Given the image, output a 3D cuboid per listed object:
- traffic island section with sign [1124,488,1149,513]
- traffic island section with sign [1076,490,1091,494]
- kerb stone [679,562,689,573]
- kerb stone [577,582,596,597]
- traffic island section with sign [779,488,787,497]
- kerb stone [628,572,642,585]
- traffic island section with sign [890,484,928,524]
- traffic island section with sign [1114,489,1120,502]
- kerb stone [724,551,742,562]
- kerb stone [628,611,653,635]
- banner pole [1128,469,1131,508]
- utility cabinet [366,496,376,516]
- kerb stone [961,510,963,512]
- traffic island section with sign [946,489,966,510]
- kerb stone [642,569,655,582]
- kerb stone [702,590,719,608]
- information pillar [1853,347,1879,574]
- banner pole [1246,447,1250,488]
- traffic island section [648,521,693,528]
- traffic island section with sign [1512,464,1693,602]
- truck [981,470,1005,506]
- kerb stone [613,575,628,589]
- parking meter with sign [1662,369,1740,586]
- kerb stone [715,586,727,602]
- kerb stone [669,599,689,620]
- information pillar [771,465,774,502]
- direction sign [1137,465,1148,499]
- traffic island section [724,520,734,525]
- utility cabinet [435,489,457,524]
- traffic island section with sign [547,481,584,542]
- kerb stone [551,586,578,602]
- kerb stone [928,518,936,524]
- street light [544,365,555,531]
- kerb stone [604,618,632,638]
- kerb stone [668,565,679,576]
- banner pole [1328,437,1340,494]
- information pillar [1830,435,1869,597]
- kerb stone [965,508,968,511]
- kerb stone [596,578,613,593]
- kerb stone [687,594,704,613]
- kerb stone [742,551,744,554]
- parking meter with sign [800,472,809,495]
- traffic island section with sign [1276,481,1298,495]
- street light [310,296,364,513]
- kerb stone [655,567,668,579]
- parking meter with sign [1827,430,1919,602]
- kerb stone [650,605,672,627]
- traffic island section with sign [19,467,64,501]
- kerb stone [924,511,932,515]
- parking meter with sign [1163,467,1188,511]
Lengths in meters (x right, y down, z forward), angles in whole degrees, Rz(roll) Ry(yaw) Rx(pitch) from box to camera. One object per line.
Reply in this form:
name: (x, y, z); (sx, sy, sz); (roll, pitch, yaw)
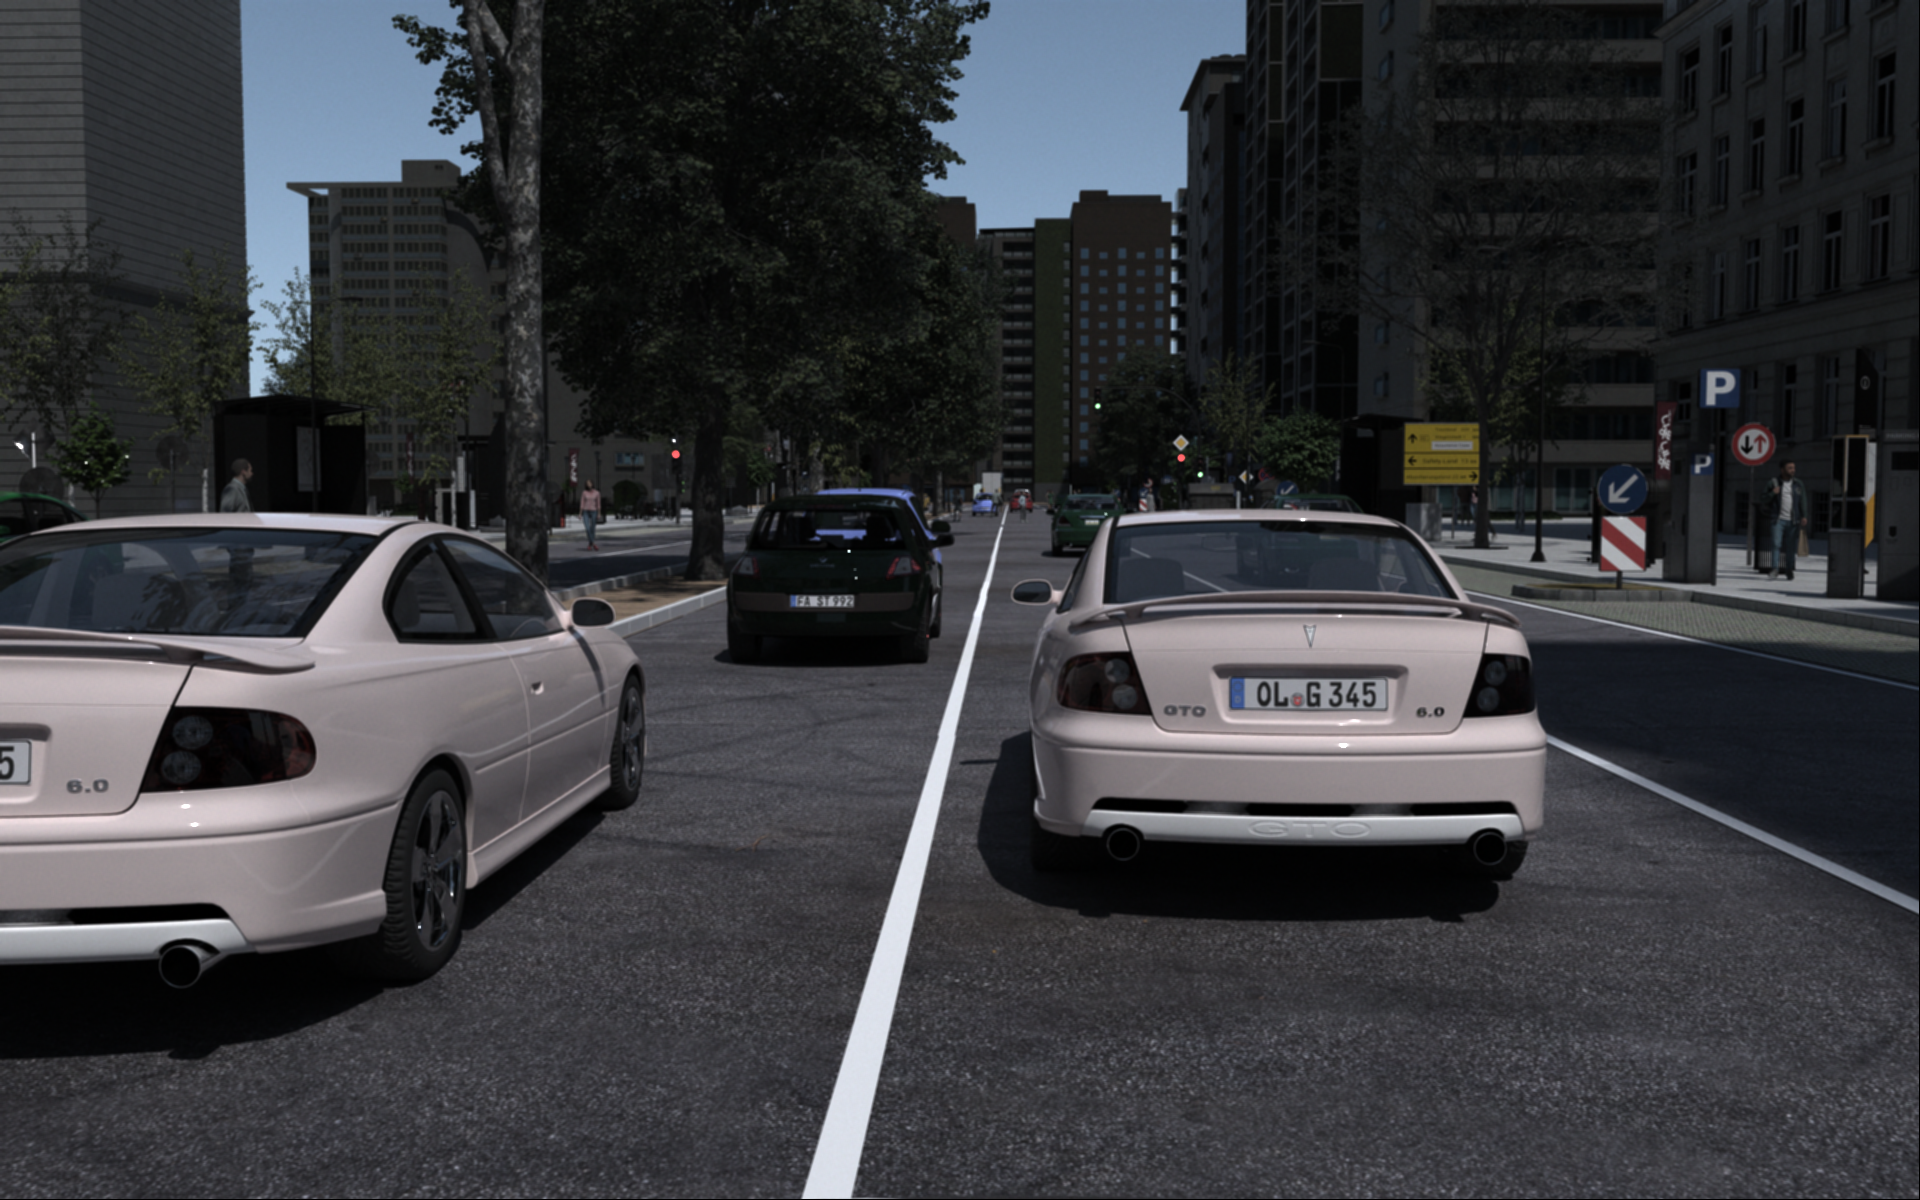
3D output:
traffic island section with sign: (11.146, -5.976, 106.342); (1.989, 1.847, 2.006); (0, 4, 2)
traffic island section with sign: (13.391, -10.698, 183.538); (1.989, 1.847, 2.006); (0, 4, 2)
kerb stone: (-5.095, -0.558, 31.421); (0.120, 0.150, 1.000); (0, 4, 2)
kerb stone: (-5.309, -0.122, 24.246); (0.120, 0.150, 1.000); (0, 4, 2)
traffic island section with sign: (-10.867, -6.016, 106.991); (1.989, 1.847, 2.006); (0, 4, 2)
kerb stone: (-5.221, -0.312, 27.320); (0.120, 0.150, 1.000); (0, 4, 2)
traffic island section with sign: (-2.560, -4.505, 81.792); (2.006, 1.907, 1.989); (0, 4, 2)
traffic island section with sign: (11.957, -7.687, 134.304); (1.989, 1.847, 2.006); (0, 4, 2)
kerb stone: (-4.912, -0.936, 37.559); (0.120, 0.150, 1.000); (0, 4, 2)
kerb stone: (-3.388, 0.255, 18.028); (0.120, 0.150, 1.000); (0, 4, 2)
banner pole: (15.340, -10.193, 156.677); (0.401, 3.779, 0.863); (-1, 4, -18)
utility cabinet: (-16.585, -2.283, 48.488); (0.306, 1.237, 1.020); (-1, 4, -8)
kerb stone: (-0.025, -6.802, 133.415); (0.120, 0.150, 1.000); (0, 4, 2)
traffic island section with sign: (-0.378, -9.099, 156.899); (2.006, 1.907, 1.989); (0, 4, 2)
kerb stone: (-5.189, -0.374, 28.344); (0.120, 0.150, 1.000); (0, 4, 2)
kerb stone: (-3.262, 0.004, 22.141); (0.120, 0.150, 1.000); (0, 4, 2)
information pillar: (14.512, -2.230, 27.815); (0.504, 3.616, 0.183); (-2, 4, -28)
banner pole: (15.300, -6.239, 92.025); (0.401, 3.779, 0.863); (2, 4, 26)
traffic island section: (-12.146, -3.189, 74.426); (2.009, 0.180, 2.903); (0, 4, 2)
traffic island section with sign: (8.734, -0.930, 23.831); (1.989, 1.847, 2.006); (0, 4, 2)
truck: (4.028, -13.587, 211.066); (2.839, 4.237, 11.283); (0, 4, 3)
kerb stone: (-5.245, -0.251, 26.299); (0.120, 0.150, 1.000); (0, 4, 2)
parking meter with sign: (10.608, -1.757, 24.986); (0.543, 3.016, 1.738); (0, 4, 4)
kerb stone: (-3.238, -0.058, 23.162); (0.120, 0.150, 1.000); (0, 4, 2)
kerb stone: (-3.323, 0.129, 20.088); (0.120, 0.150, 1.000); (0, 4, 2)
information pillar: (-13.403, -8.105, 123.875); (0.183, 3.616, 0.504); (-1, 4, -20)
direction sign: (14.170, -8.706, 134.339); (0.876, 3.537, 0.379); (2, 4, 25)
traffic island section: (-11.913, -3.678, 82.408); (2.009, 0.180, 2.903); (0, 4, 2)
utility cabinet: (-21.562, -3.944, 73.169); (1.173, 1.500, 0.318); (1, 4, 11)
traffic island section with sign: (-12.469, -2.674, 52.349); (1.989, 1.847, 2.006); (0, 4, 2)
kerb stone: (-5.335, -0.049, 23.220); (0.120, 0.150, 1.000); (0, 4, 2)
kerb stone: (-1.397, -3.912, 86.212); (0.120, 0.150, 1.000); (0, 4, 2)
street light: (-14.022, -5.401, 60.846); (1.470, 5.913, 1.316); (0, 4, 2)
kerb stone: (-3.417, 0.317, 17.007); (0.120, 0.150, 1.000); (0, 4, 2)
kerb stone: (-5.124, -0.501, 30.394); (0.120, 0.150, 1.000); (0, 4, 2)
banner pole: (14.399, -4.679, 66.522); (0.863, 3.779, 0.401); (3, 4, 37)
information pillar: (11.149, -1.055, 21.744); (0.304, 2.012, 0.304); (0, 4, -4)
kerb stone: (0.403, -7.678, 147.762); (0.120, 0.150, 1.000); (0, 4, 2)
kerb stone: (-5.278, -0.188, 25.269); (0.120, 0.150, 1.000); (0, 4, 2)
kerb stone: (-3.301, 0.066, 21.117); (0.120, 0.150, 1.000); (0, 4, 2)
kerb stone: (-4.890, -1.002, 38.581); (0.120, 0.150, 1.000); (0, 4, 2)
parking meter with sign: (-12.577, -8.800, 140.137); (1.738, 3.016, 0.543); (-1, 4, -17)
traffic island section with sign: (9.545, -2.638, 51.754); (1.989, 1.847, 2.006); (0, 4, 2)
street light: (-14.652, -4.168, 40.693); (1.470, 5.913, 1.316); (0, 4, 2)
kerb stone: (-5.157, -0.439, 29.371); (0.120, 0.150, 1.000); (0, 4, 2)
parking meter with sign: (11.440, -1.502, 20.826); (1.738, 3.016, 0.543); (2, 4, 31)
kerb stone: (-3.354, 0.193, 19.059); (0.120, 0.150, 1.000); (0, 4, 2)
traffic island section with sign: (-13.278, -0.970, 24.481); (1.989, 1.847, 2.006); (0, 4, 2)
kerb stone: (-2.331, -6.367, 126.288); (0.120, 0.150, 1.000); (0, 4, 2)
parking meter with sign: (14.071, -7.122, 112.697); (1.738, 3.016, 0.543); (0, 4, 8)
